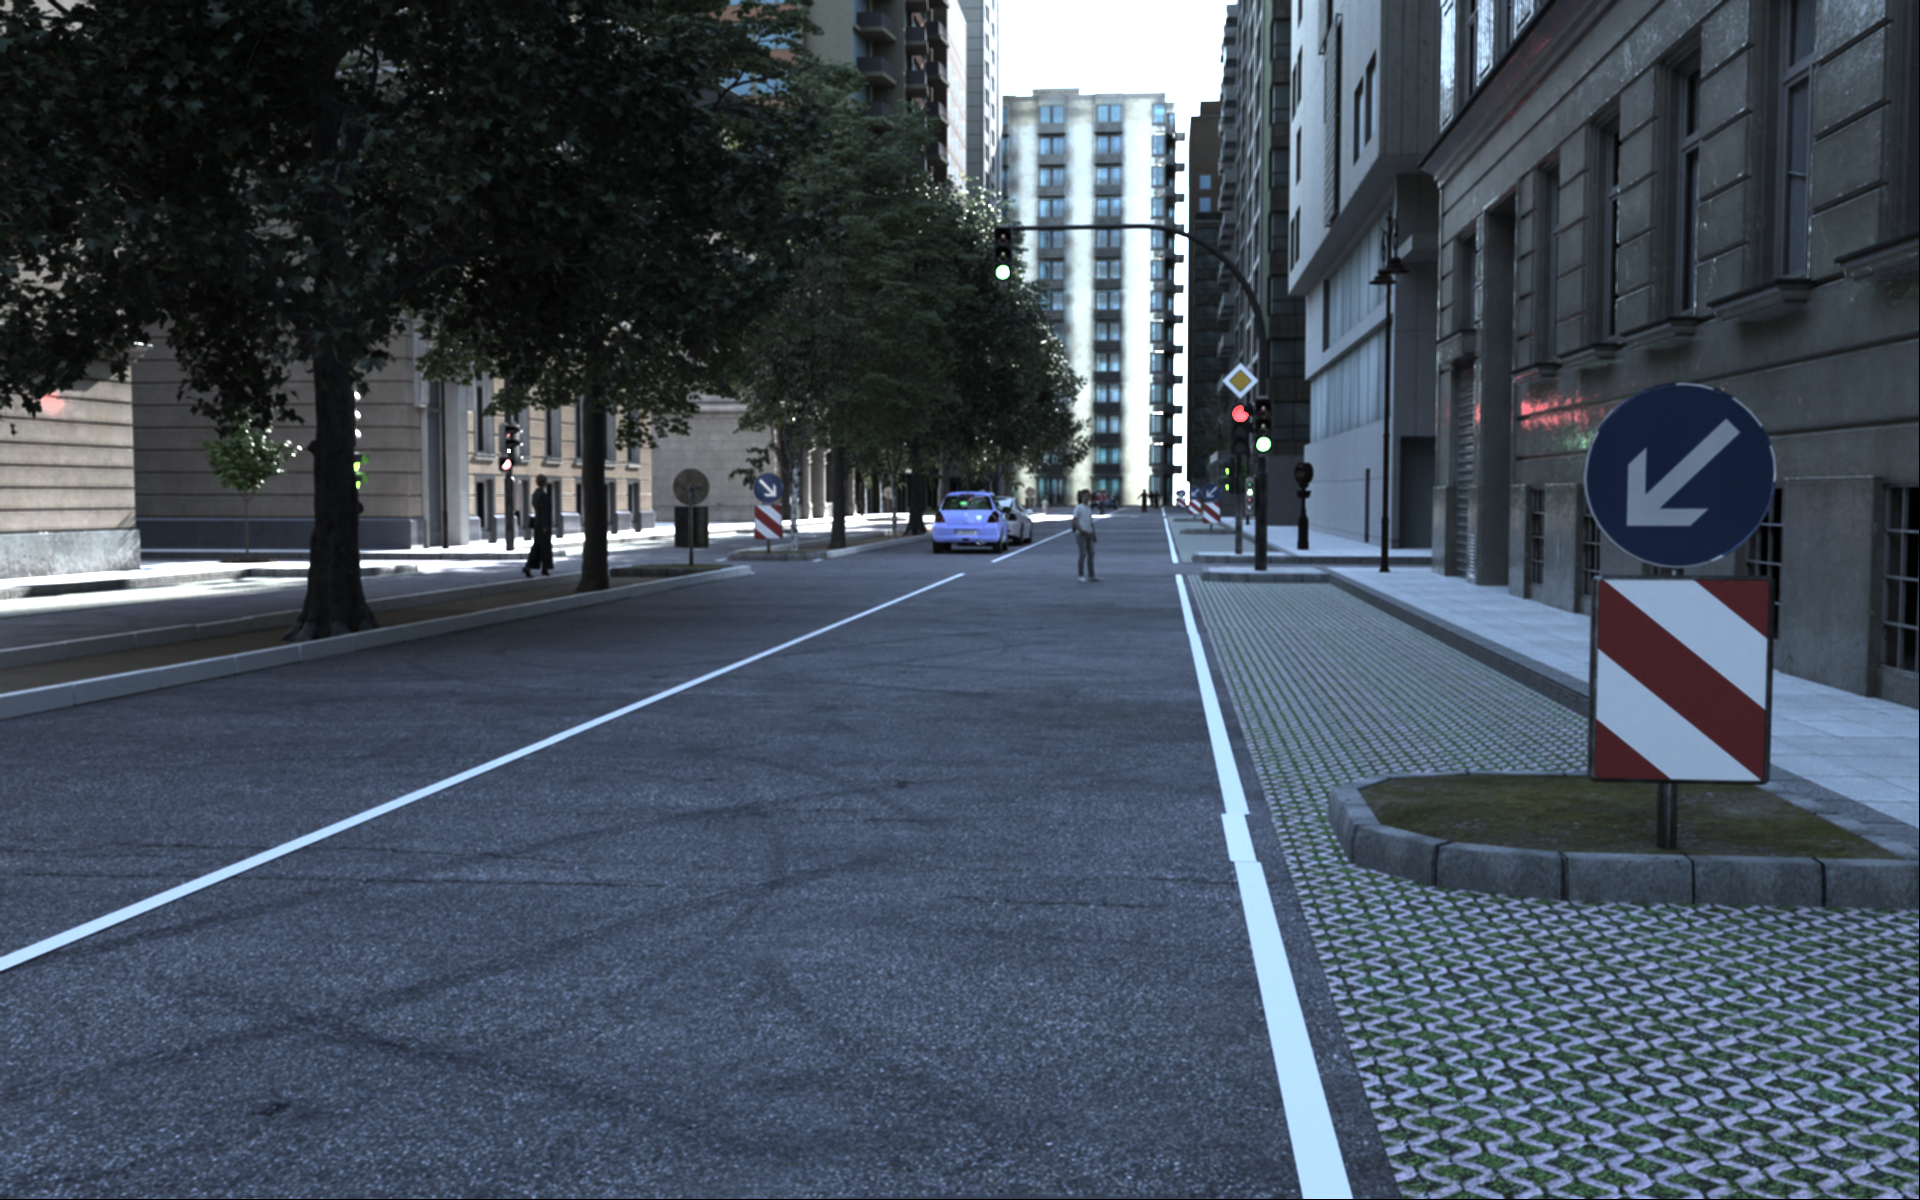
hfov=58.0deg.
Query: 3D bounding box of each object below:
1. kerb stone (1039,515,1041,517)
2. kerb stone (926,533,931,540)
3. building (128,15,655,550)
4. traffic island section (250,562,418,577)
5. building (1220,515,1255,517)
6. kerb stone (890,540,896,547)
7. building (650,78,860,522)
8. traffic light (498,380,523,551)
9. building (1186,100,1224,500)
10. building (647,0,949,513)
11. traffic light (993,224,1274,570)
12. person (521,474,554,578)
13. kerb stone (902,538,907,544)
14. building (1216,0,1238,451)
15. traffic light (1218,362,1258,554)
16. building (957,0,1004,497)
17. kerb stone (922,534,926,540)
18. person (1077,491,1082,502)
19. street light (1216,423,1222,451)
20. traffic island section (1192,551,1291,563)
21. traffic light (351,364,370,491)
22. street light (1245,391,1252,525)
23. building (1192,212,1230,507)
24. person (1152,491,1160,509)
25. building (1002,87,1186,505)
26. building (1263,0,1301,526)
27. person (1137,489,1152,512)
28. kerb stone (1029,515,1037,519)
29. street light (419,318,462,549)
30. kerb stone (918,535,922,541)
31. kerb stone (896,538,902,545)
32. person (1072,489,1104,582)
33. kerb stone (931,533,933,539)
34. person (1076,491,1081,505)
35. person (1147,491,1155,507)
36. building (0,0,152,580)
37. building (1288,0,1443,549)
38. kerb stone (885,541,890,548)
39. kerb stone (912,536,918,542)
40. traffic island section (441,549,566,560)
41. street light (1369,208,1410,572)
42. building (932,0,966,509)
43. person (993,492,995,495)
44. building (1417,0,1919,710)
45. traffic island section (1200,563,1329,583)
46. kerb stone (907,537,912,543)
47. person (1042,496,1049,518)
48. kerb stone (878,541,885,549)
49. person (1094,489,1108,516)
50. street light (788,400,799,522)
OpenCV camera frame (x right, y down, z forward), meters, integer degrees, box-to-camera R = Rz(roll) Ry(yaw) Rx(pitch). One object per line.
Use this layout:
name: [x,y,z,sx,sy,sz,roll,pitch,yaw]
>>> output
kerb stone: [4.625,-5.023,104.405,0.120,0.150,1.000,0,4,7]
kerb stone: [-1.115,-1.975,54.486,0.120,0.150,1.000,0,4,7]
building: [-17.676,-16.107,49.257,13.634,28.700,20.117,0,4,7]
traffic island section: [-11.054,-0.536,31.045,2.009,0.180,2.903,0,4,7]
building: [25.139,-40.398,98.759,20.563,71.187,20.611,0,4,7]
kerb stone: [-1.941,-1.538,47.342,0.120,0.150,1.000,0,4,7]
building: [-12.562,-13.972,79.356,10.553,20.767,40.483,0,4,7]
traffic light: [-8.015,-3.912,38.635,4.771,5.953,1.251,0,4,7]
building: [33.458,-33.632,199.993,14.200,45.320,14.600,0,4,7]
building: [-12.654,-28.999,128.750,22.147,44.769,28.867,0,4,7]
traffic light: [2.954,-3.334,29.179,4.771,5.953,1.251,0,4,7]
person: [-7.207,-1.273,29.728,0.576,1.772,0.534,2,4,31]
kerb stone: [-1.702,-1.663,49.394,0.120,0.150,1.000,0,4,7]
building: [34.595,-32.769,155.375,23.786,49.044,30.456,0,4,7]
traffic light: [5.955,-2.942,37.015,0.839,4.253,0.868,0,4,7]
building: [-6.606,-45.344,179.628,20.611,71.187,20.563,0,4,7]
kerb stone: [-1.239,-1.913,53.471,0.120,0.150,1.000,0,4,7]
person: [10.903,-9.075,157.611,0.721,1.736,1.217,1,4,21]
street light: [16.520,-8.425,110.532,0.468,5.910,1.993,0,4,7]
traffic island section: [5.993,-0.908,37.124,2.009,0.180,2.903,0,4,7]
traffic light: [-11.015,-2.568,30.905,0.839,4.253,0.868,0,4,7]
street light: [12.090,-6.106,72.624,0.468,5.910,1.993,0,4,7]
building: [31.106,-24.905,178.890,14.160,30.474,14.107,0,4,7]
person: [19.369,-9.911,171.264,0.721,1.735,1.217,3,5,45]
building: [11.433,-35.924,206.961,30.456,49.044,23.786,0,4,7]
building: [20.153,-18.556,75.096,14.160,30.474,14.107,0,4,7]
person: [14.538,-7.828,136.447,1.348,1.831,0.705,2,4,29]
kerb stone: [4.267,-4.842,101.358,0.120,0.150,1.000,0,4,7]
street light: [-12.018,-4.130,40.307,0.468,5.910,1.993,0,4,7]
kerb stone: [-1.355,-1.849,52.450,0.120,0.150,1.000,0,4,7]
kerb stone: [-1.822,-1.601,48.367,0.120,0.150,1.000,0,4,7]
person: [2.068,-1.054,28.322,0.523,1.515,0.503,1,4,16]
kerb stone: [-0.996,-2.036,55.510,0.120,0.150,1.000,0,4,7]
person: [10.449,-8.653,150.662,0.721,1.739,1.217,-2,4,-32]
person: [21.152,-11.188,191.440,0.705,1.821,1.348,-2,4,-29]
building: [-31.285,-12.619,25.398,34.723,24.649,14.460,0,4,7]
building: [23.515,-28.088,48.475,27.495,52.752,28.713,0,4,7]
kerb stone: [-2.068,-1.476,46.321,0.120,0.150,1.000,0,4,7]
kerb stone: [-1.465,-1.788,51.428,0.120,0.150,1.000,0,4,7]
traffic island section: [-10.141,-1.021,38.978,2.009,0.180,2.903,0,4,7]
street light: [6.998,-3.400,28.376,0.468,5.910,1.993,0,4,7]
building: [-7.108,-30.569,149.915,14.600,45.320,14.200,0,4,7]
person: [2.776,-8.873,153.446,0.709,1.838,0.599,-2,4,-23]
building: [13.320,-10.976,12.747,16.112,22.955,30.059,0,4,7]
traffic island section: [5.081,-0.423,29.191,2.009,0.180,2.903,0,4,7]
kerb stone: [-1.588,-1.726,50.413,0.120,0.150,1.000,0,4,7]
person: [5.119,-5.604,104.410,0.425,1.301,0.394,-1,4,-17]
kerb stone: [-2.171,-1.413,45.304,0.120,0.150,1.000,0,4,7]
person: [9.443,-6.513,115.702,0.721,1.743,1.217,-3,5,-42]
street light: [-7.627,-6.464,78.467,0.468,5.910,1.993,0,4,7]
